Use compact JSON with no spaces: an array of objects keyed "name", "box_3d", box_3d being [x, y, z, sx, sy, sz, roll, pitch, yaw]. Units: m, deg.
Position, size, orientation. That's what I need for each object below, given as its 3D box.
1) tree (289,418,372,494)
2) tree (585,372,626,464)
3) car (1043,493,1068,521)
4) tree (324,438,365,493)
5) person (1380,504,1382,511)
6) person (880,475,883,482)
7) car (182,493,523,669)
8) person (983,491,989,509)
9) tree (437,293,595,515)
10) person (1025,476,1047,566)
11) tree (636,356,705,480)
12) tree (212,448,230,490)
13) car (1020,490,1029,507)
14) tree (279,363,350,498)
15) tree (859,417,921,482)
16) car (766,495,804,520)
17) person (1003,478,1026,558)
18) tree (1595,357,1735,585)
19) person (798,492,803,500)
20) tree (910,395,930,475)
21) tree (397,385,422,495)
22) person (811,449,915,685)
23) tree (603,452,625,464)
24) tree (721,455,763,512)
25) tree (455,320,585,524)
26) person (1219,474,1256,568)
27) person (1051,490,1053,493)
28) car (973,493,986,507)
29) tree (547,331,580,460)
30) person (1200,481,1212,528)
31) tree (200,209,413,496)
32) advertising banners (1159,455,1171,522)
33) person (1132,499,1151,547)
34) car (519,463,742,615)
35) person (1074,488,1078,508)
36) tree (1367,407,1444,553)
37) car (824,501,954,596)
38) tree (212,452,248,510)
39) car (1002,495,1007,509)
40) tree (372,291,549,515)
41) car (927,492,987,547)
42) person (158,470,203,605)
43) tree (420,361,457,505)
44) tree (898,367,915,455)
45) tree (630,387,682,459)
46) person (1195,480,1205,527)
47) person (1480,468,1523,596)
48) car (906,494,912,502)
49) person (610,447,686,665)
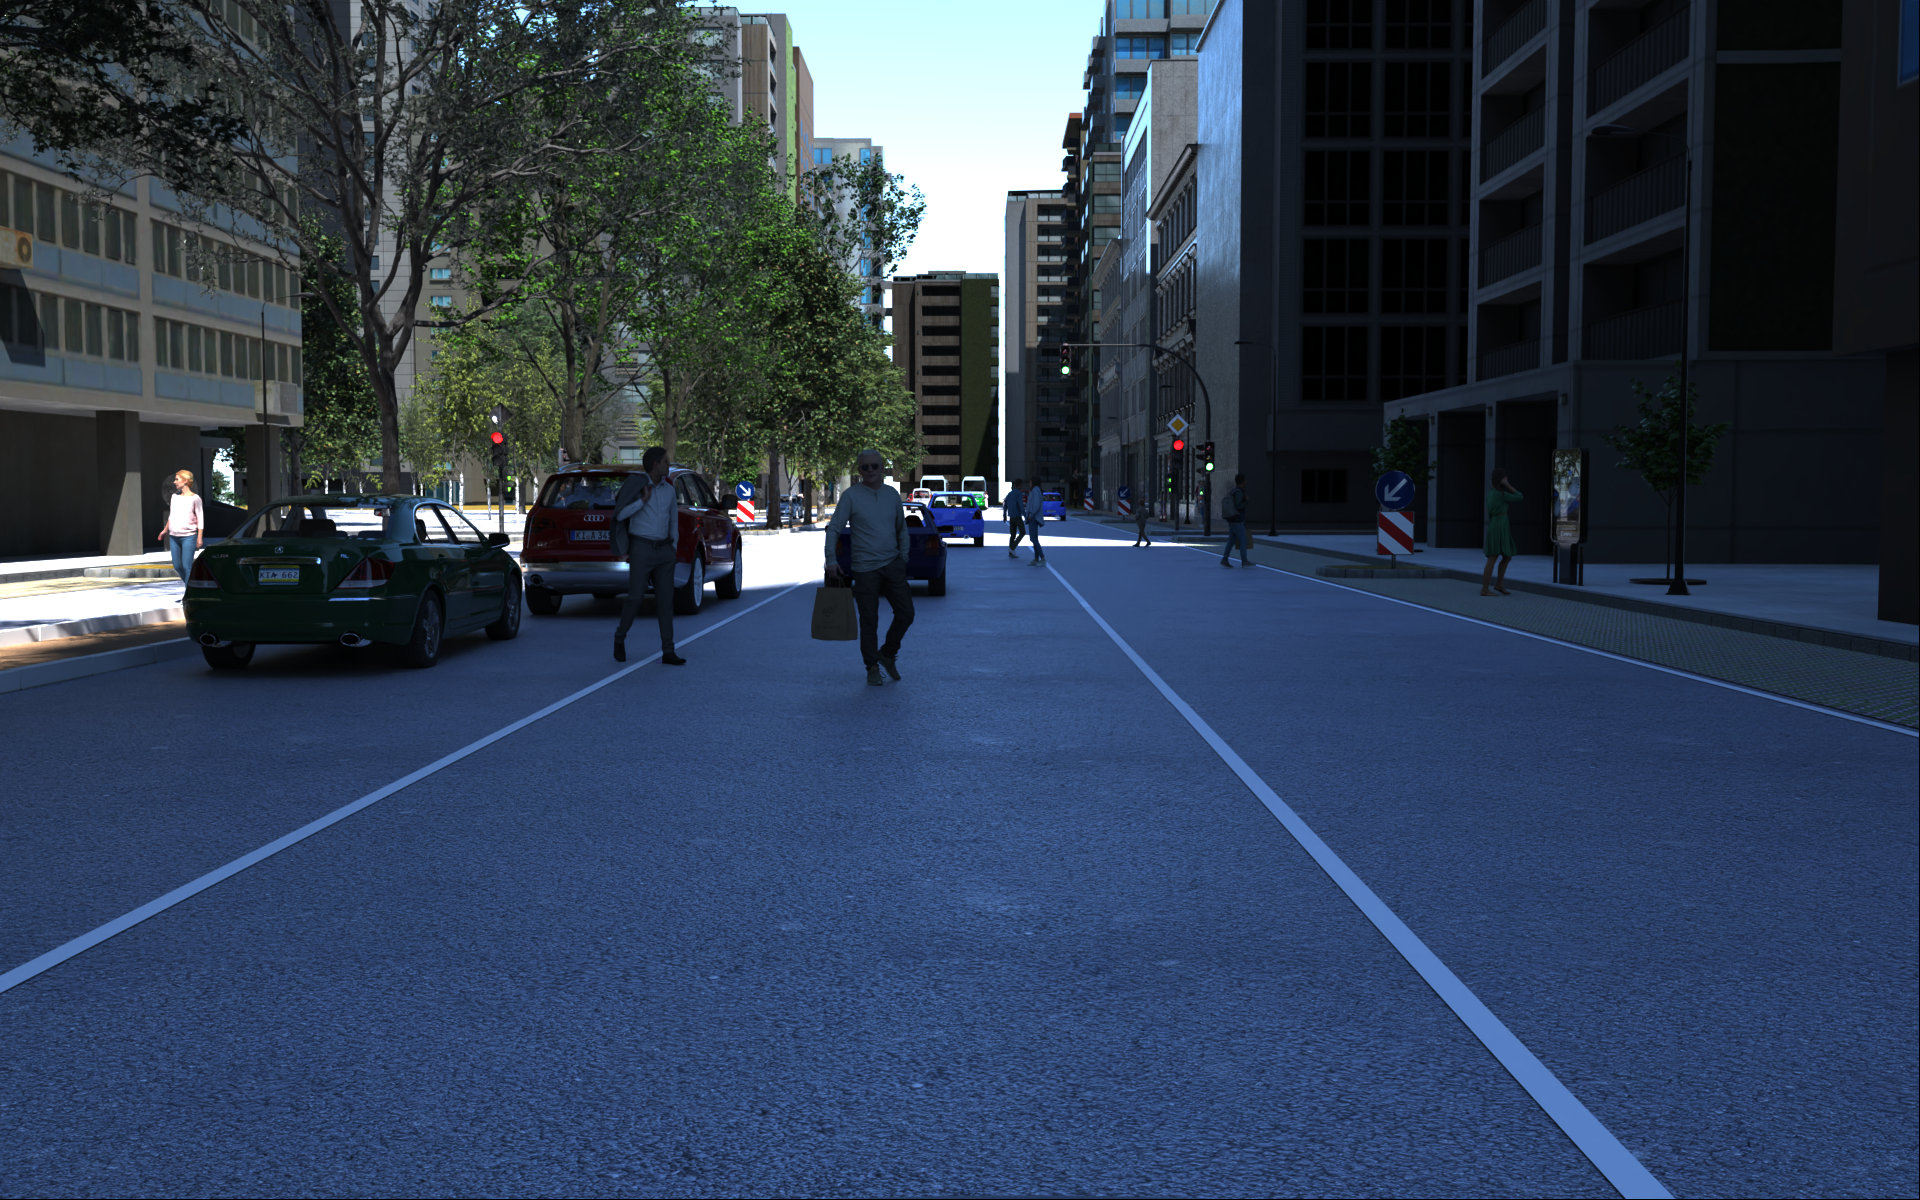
[{"name":"tree","box_3d":[-33.884,-8.651,91.799,4.737,8.622,4.395,0,3,0]},{"name":"tree","box_3d":[-21.251,-9.052,98.369,4.360,8.622,3.978,0,3,0]},{"name":"car","box_3d":[4.864,-5.153,93.835,1.945,1.707,3.694,0,4,2]},{"name":"tree","box_3d":[-41.946,-10.232,117.649,4.360,8.622,3.978,0,3,0]},{"name":"person","box_3d":[13.684,-2.872,55.473,0.555,1.821,0.388,2,4,29]},{"name":"person","box_3d":[-1.672,-1.671,35.695,0.514,1.842,0.818,-2,4,-29]},{"name":"car","box_3d":[-5.284,-0.236,15.660,2.131,1.459,4.920,0,4,-1]},{"name":"person","box_3d":[2.448,-9.554,165.382,0.621,1.740,0.551,2,4,25]},{"name":"tree","box_3d":[-27.451,-12.310,107.922,9.857,13.997,8.962,0,3,0]},{"name":"person","box_3d":[1.523,-1.579,34.578,0.793,1.790,0.793,-2,4,-28]},{"name":"tree","box_3d":[-15.906,-11.421,104.853,7.486,12.596,7.792,0,3,0]},{"name":"tree","box_3d":[-40.077,-8.620,91.305,4.360,8.622,3.978,0,3,0]},{"name":"car","box_3d":[5.684,-9.322,161.086,2.281,1.827,5.304,0,4,0]},{"name":"tree","box_3d":[-38.779,-11.065,99.034,7.486,12.596,7.792,0,3,0]},{"name":"tree","box_3d":[-6.913,-11.433,123.796,8.767,10.594,7.601,0,4,1]},{"name":"car","box_3d":[-9.981,-5.323,99.037,2.014,1.417,4.499,0,4,2]},{"name":"person","box_3d":[1.222,-1.831,38.788,0.444,1.785,0.601,-2,4,-30]},{"name":"tree","box_3d":[10.194,-1.836,24.622,1.663,3.219,1.824,0,3,0]},{"name":"person","box_3d":[-14.600,-9.140,158.672,0.628,1.438,0.799,0,4,-4]},{"name":"tree","box_3d":[-6.838,-11.927,114.473,9.611,12.733,9.660,0,3,0]},{"name":"tree","box_3d":[-28.082,-8.894,95.783,4.360,8.622,3.978,0,3,0]},{"name":"person","box_3d":[-0.737,-0.247,13.020,0.782,1.767,0.515,-2,4,-29]},{"name":"tree","box_3d":[-15.775,-5.213,79.830,1.663,3.219,1.824,0,3,0]},{"name":"tree","box_3d":[-15.758,-8.584,124.057,4.285,4.588,4.351,0,3,0]},{"name":"tree","box_3d":[-18.767,-7.572,74.157,4.360,8.622,3.978,0,3,0]},{"name":"person","box_3d":[5.357,-1.521,33.347,0.713,1.824,0.794,1,4,12]},{"name":"person","box_3d":[11.302,-12.499,210.950,0.990,1.755,0.434,-1,4,-22]},{"name":"car","box_3d":[1.394,-9.187,159.011,1.959,1.807,4.718,0,4,-1]},{"name":"tree","box_3d":[-19.375,-7.868,79.003,4.737,8.622,4.395,0,3,0]},{"name":"person","box_3d":[9.370,-3.652,66.019,0.793,1.790,0.793,1,4,17]},{"name":"tree","box_3d":[-26.546,-9.279,68.726,9.611,12.733,9.660,0,3,0]},{"name":"advertising banners","box_3d":[9.282,-5.030,78.425,0.090,3.025,2.074,0,4,-5]},{"name":"person","box_3d":[4.894,-2.076,46.715,0.640,1.303,0.475,3,4,37]},{"name":"car","box_3d":[-4.074,-0.823,22.132,2.281,1.827,5.304,0,4,1]},{"name":"person","box_3d":[10.521,-9.224,156.942,0.705,1.812,1.348,0,3,0]},{"name":"tree","box_3d":[9.882,-2.676,38.360,1.663,3.219,1.824,0,3,0]},{"name":"car","box_3d":[-1.063,-0.802,25.698,1.945,1.354,3.894,0,4,-1]},{"name":"tree","box_3d":[-59.002,-13.493,122.432,18.604,14.587,13.155,0,4,-6]},{"name":"car","box_3d":[5.087,-9.504,167.750,2.083,1.381,4.827,0,4,2]},{"name":"tree","box_3d":[-18.316,-6.929,63.644,4.737,8.622,4.395,0,3,0]},{"name":"car","box_3d":[-0.208,-2.363,48.226,1.945,1.707,3.694,0,4,-1]},{"name":"person","box_3d":[-10.111,-0.820,22.576,0.731,1.740,0.598,0,4,6]},{"name":"tree","box_3d":[-23.201,-8.195,84.343,4.360,8.622,3.978,0,3,0]},{"name":"tree","box_3d":[-6.633,-11.318,105.641,7.486,12.596,7.792,0,3,0]},{"name":"tree","box_3d":[-19.259,-9.944,112.939,4.737,8.622,4.395,0,3,0]},{"name":"person","box_3d":[9.470,-3.784,67.879,0.573,1.828,0.580,-3,5,-42]},{"name":"person","box_3d":[7.523,-0.949,24.271,0.529,1.795,0.600,-1,4,-13]},{"name":"car","box_3d":[-3.733,-8.730,151.777,2.155,1.783,4.494,0,4,2]},{"name":"person","box_3d":[-2.663,-0.370,14.656,0.850,1.850,0.679,3,5,42]}]
